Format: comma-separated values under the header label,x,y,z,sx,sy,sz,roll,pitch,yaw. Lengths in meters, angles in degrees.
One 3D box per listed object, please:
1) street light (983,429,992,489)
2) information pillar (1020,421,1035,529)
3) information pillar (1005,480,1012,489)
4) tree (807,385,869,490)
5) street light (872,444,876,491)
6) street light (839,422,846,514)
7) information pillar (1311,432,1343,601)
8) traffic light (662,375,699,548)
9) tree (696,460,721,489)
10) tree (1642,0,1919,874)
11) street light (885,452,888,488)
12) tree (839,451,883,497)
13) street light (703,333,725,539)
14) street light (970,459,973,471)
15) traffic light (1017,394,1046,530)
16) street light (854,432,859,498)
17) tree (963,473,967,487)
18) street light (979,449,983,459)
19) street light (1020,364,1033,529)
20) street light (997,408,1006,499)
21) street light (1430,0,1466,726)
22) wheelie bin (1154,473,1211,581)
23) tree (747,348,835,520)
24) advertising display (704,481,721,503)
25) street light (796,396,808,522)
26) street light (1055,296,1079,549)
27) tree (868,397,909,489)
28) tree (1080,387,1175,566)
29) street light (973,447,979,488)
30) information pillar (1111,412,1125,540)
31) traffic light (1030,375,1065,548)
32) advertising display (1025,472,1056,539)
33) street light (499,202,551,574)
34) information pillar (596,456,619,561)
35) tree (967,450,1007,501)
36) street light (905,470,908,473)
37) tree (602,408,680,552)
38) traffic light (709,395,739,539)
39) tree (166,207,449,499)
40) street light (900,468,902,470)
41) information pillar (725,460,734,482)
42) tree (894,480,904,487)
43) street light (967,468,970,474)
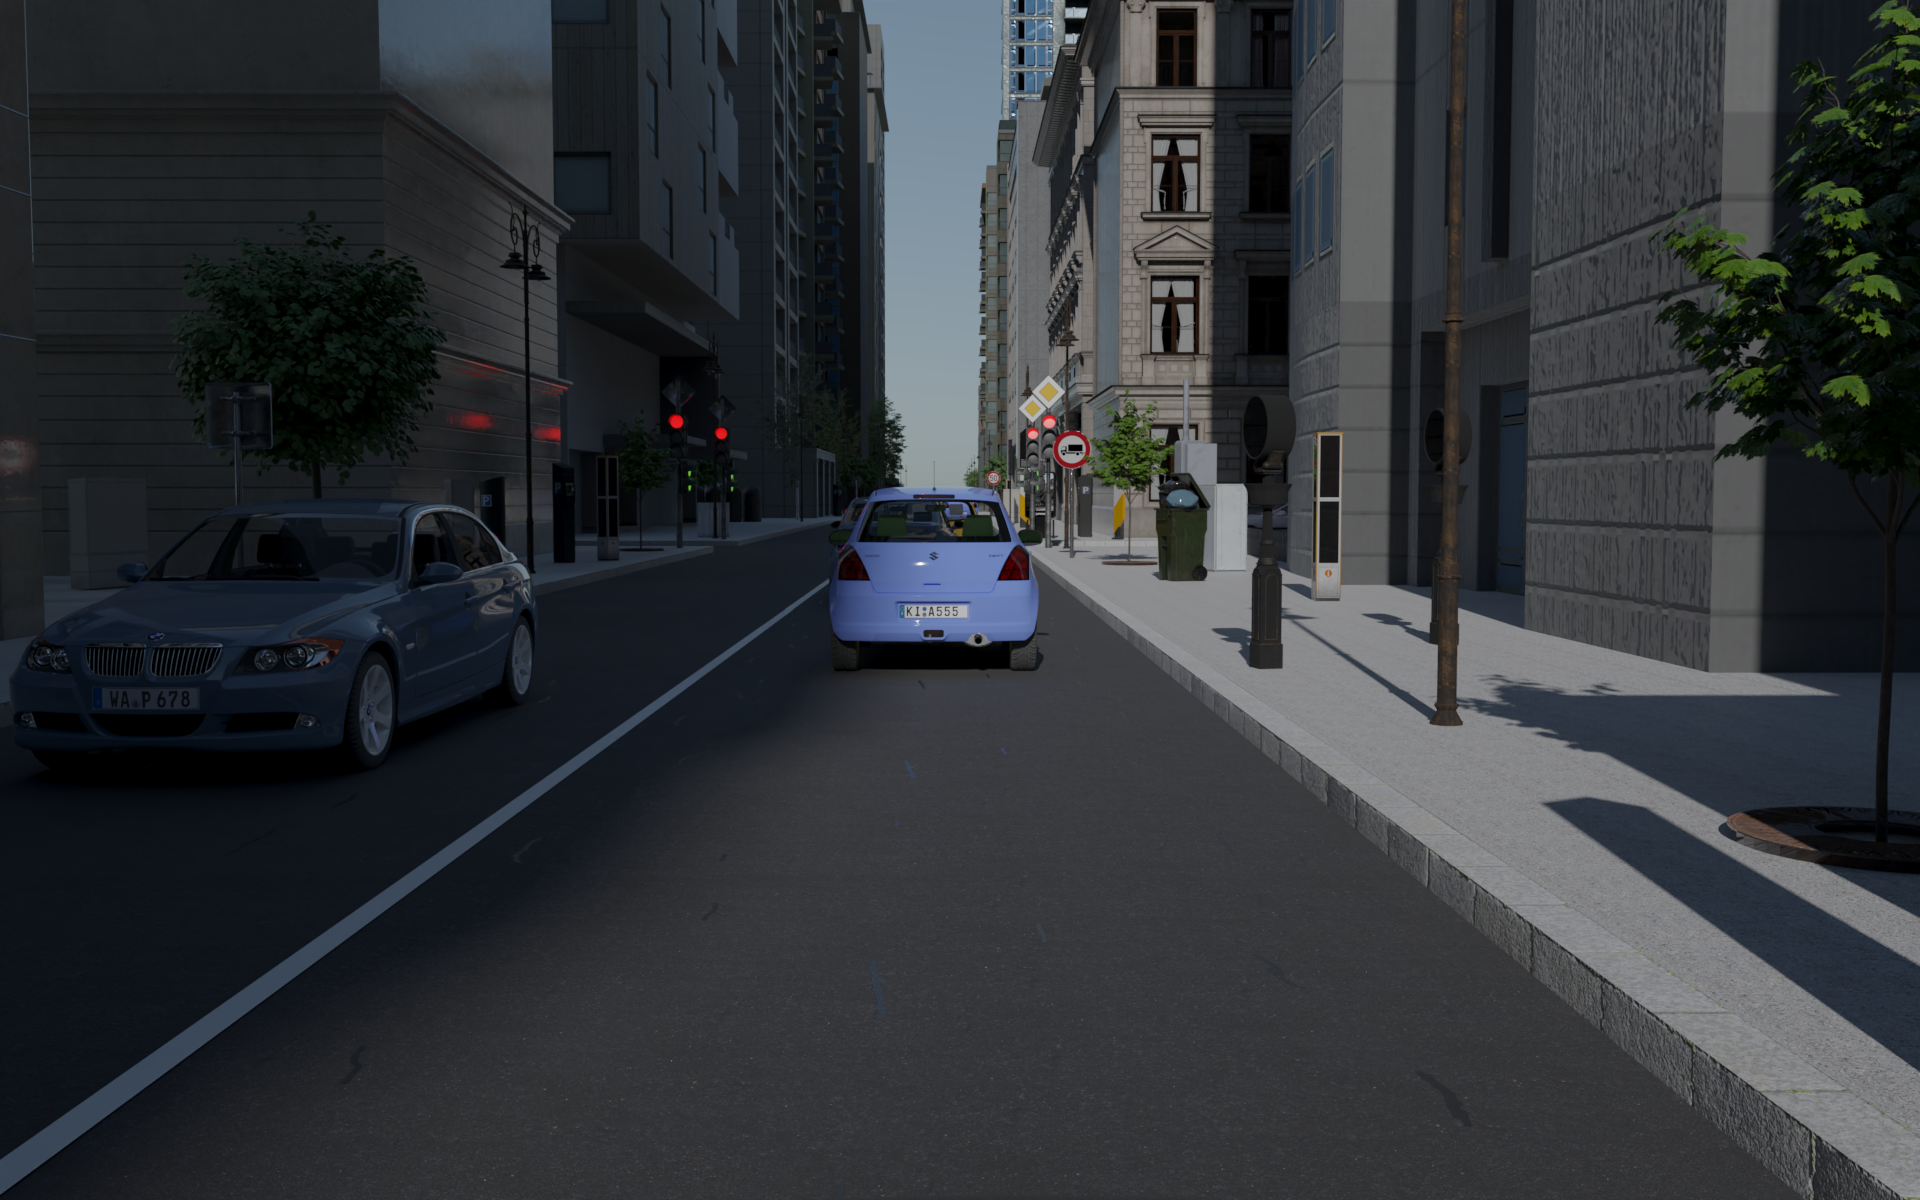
label,x,y,z,sx,sy,sz,roll,pitch,yaw
street light,2.087,-9.200,123.203,0.468,5.910,1.993,0,4,0
information pillar,2.151,-3.892,54.986,0.504,3.616,0.183,-1,4,-9
information pillar,2.482,-5.114,88.101,0.304,2.012,0.304,-1,4,-8
tree,-8.480,-10.253,118.001,4.737,8.622,4.395,0,3,0
street light,-7.723,-11.224,156.306,0.468,5.910,1.993,0,4,0
street light,-7.458,-8.450,110.945,0.468,5.910,1.993,0,4,0
information pillar,4.403,-0.997,20.787,0.304,2.012,0.304,0,4,1
traffic light,-6.635,-3.184,40.982,0.839,4.253,0.868,0,4,0
tree,-12.721,-6.204,85.152,4.285,4.588,4.351,0,3,0
tree,3.285,-0.718,6.344,1.663,3.219,1.824,0,3,0
street light,-7.965,-13.091,186.817,0.468,5.910,1.993,0,4,0
tree,-7.539,-9.027,131.299,4.285,4.588,4.351,0,3,0
street light,-7.060,-4.711,49.807,0.468,5.910,1.993,0,4,0
street light,1.652,-13.920,200.386,0.468,5.910,1.993,0,4,0
traffic light,2.030,-3.677,49.034,0.839,4.253,0.868,0,4,0
street light,-7.588,-9.356,125.764,0.468,5.910,1.993,0,4,0
tree,1.836,-13.694,207.608,4.285,4.588,4.351,0,3,0
street light,1.952,-10.184,139.292,0.468,5.910,1.993,0,4,0
street light,2.400,-5.435,61.655,0.468,5.910,1.993,0,4,0
street light,2.214,-7.335,92.709,0.468,5.910,1.993,0,4,0
street light,2.711,-2.244,9.474,0.468,5.910,1.993,0,4,0
wheelie bin,3.273,-1.083,25.614,0.693,1.594,0.980,-1,4,-19
tree,-8.339,-8.304,86.139,4.360,8.622,3.978,0,3,0
advertising display,-12.594,-5.089,88.419,0.974,1.923,0.123,0,4,7
street light,-7.363,-6.585,80.450,0.468,5.910,1.993,0,4,0
street light,2.508,-4.147,40.593,0.468,5.910,1.993,0,4,0
tree,-9.486,-17.303,201.025,7.486,12.596,7.792,0,3,0
tree,3.063,-2.262,31.586,1.663,3.219,1.824,0,3,0
street light,1.801,-12.055,169.892,0.468,5.910,1.993,0,4,0
information pillar,4.472,-3.502,48.612,0.183,3.616,0.504,-2,4,-27
traffic light,2.076,-3.188,41.049,0.839,4.253,0.868,0,4,0
advertising display,2.319,-2.736,49.945,0.974,1.923,0.123,2,4,31
street light,-6.933,-3.364,27.787,0.468,5.910,1.993,0,4,0
information pillar,-6.780,-1.764,33.336,0.304,2.012,0.304,2,4,35
tree,3.173,-8.851,128.426,4.285,4.588,4.351,0,3,0
street light,-8.418,-18.221,270.703,0.468,5.910,1.993,0,4,0
tree,-7.160,-2.711,38.930,1.663,3.219,1.824,0,3,0
traffic light,-6.681,-3.673,48.967,0.839,4.253,0.868,0,4,0
tree,-7.492,-2.216,19.938,4.285,4.588,4.351,0,3,0
street light,-8.182,-16.336,239.872,0.468,5.910,1.993,0,4,0
information pillar,-10.792,-5.463,80.678,0.504,3.616,0.183,1,4,13
tree,-8.256,-15.457,247.318,1.663,3.219,1.824,0,3,0
street light,1.489,-15.193,221.189,0.468,5.910,1.993,0,4,0
